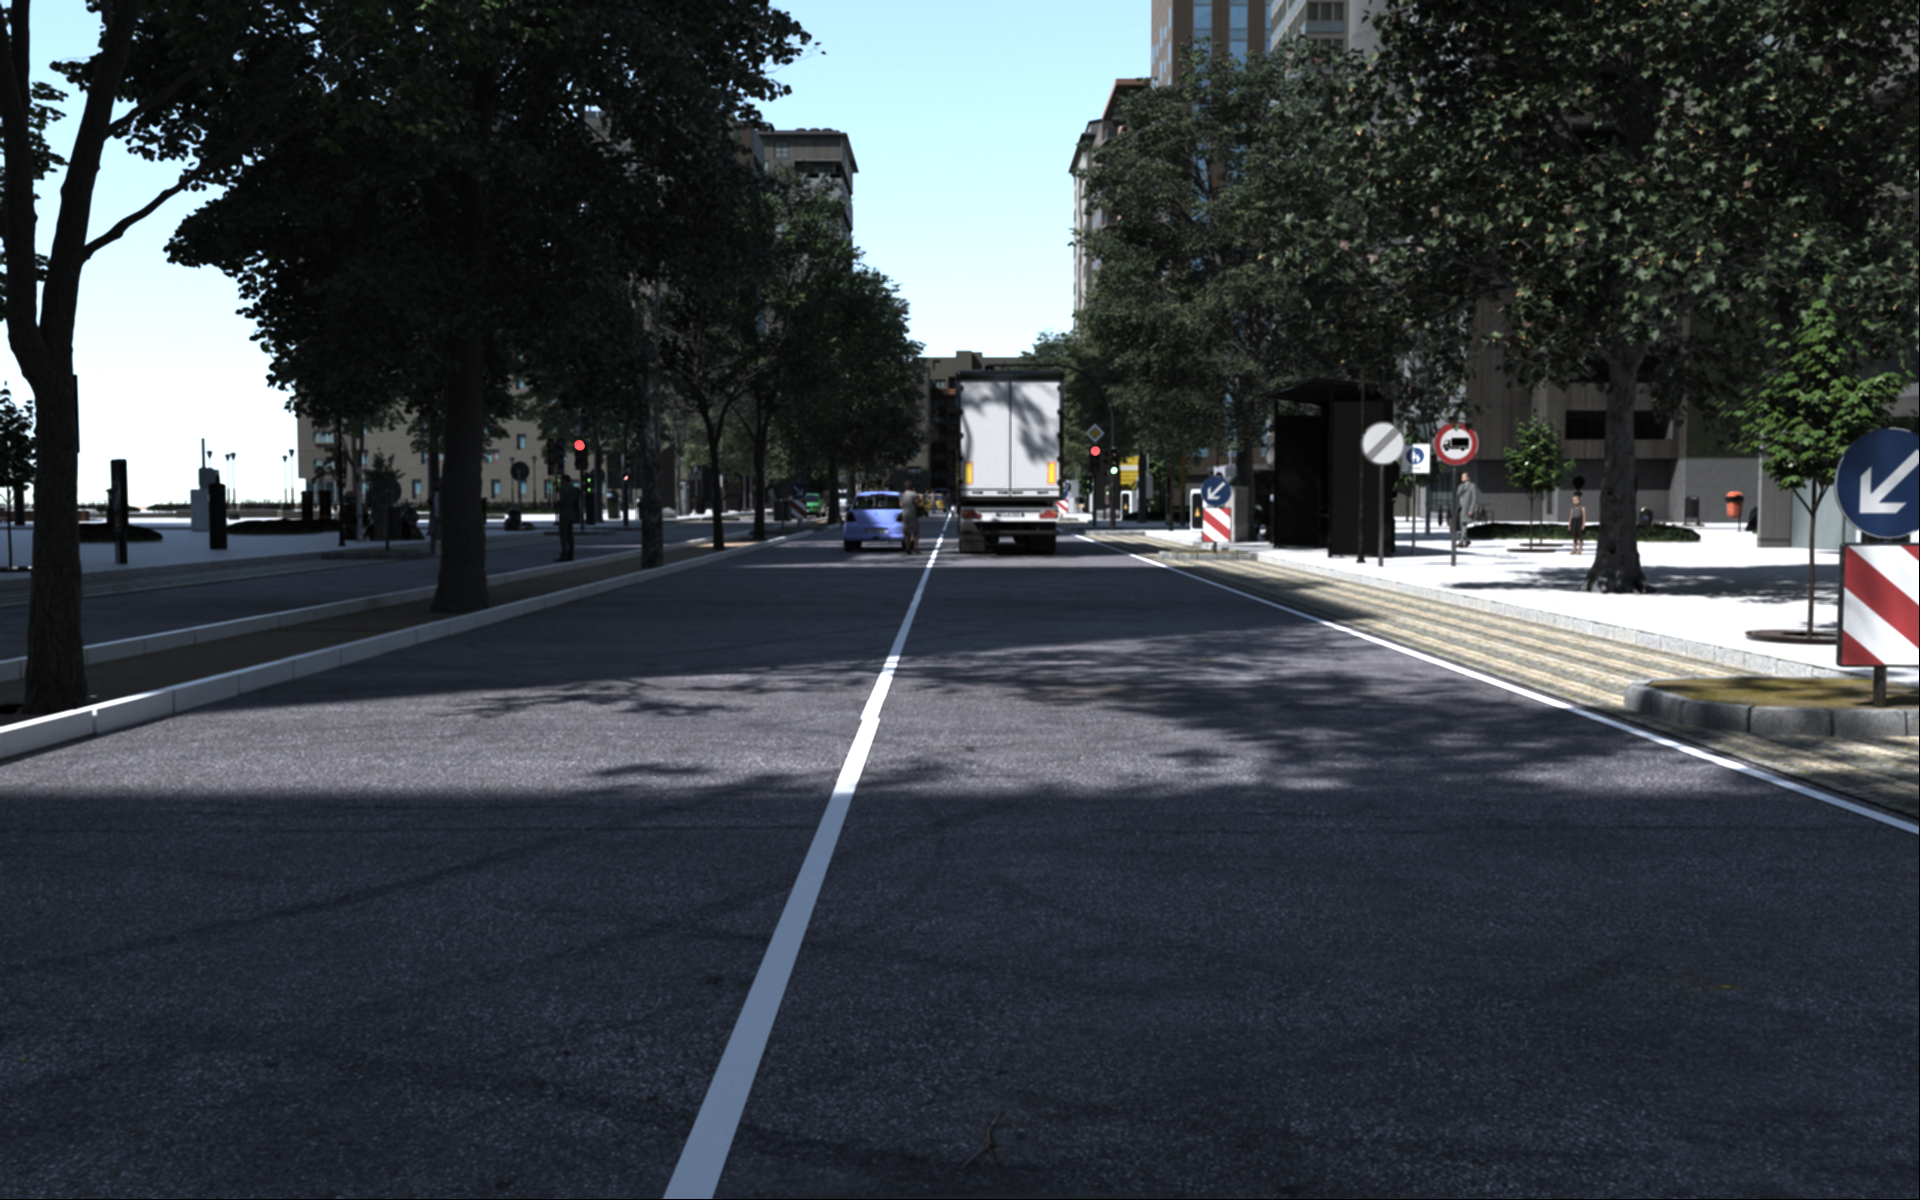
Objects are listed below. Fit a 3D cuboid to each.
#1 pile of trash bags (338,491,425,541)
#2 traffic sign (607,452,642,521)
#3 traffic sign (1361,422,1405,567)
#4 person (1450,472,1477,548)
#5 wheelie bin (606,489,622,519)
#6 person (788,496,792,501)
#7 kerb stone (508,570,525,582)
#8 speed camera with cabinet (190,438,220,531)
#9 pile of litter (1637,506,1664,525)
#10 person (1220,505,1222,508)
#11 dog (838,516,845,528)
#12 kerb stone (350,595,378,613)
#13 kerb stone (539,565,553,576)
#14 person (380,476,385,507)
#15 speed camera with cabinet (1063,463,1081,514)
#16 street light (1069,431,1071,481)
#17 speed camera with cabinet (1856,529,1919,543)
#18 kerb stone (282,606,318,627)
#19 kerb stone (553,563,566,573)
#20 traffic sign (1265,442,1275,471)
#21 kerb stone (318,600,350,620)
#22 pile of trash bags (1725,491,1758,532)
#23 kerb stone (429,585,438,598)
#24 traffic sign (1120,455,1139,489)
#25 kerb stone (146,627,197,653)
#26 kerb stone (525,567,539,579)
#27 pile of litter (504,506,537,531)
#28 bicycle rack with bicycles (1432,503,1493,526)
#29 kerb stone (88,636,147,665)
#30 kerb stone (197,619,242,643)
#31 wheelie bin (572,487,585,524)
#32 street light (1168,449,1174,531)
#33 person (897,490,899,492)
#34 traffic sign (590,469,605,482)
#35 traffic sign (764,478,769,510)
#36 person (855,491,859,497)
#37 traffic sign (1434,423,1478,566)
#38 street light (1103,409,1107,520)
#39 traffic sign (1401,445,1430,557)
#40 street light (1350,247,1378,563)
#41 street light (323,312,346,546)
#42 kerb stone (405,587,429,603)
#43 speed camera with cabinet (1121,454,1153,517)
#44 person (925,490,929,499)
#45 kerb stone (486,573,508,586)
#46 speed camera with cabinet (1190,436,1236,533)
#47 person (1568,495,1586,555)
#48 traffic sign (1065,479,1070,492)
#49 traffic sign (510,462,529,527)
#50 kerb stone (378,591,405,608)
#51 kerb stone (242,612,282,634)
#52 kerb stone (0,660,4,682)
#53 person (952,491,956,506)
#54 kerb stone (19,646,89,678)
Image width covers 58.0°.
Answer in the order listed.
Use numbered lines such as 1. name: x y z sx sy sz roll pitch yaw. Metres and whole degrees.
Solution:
1. pile of trash bags: -16.683 -2.405 49.071 1.912 1.369 3.447 -3 5 -45
2. traffic sign: -15.961 -5.492 83.664 2.265 3.308 0.079 1 4 8
3. traffic sign: 7.456 -1.866 30.609 0.768 2.556 0.104 0 4 5
4. person: 12.045 -2.160 41.462 0.767 1.812 0.694 -2 4 -30
5. wheelie bin: -17.729 -4.939 88.656 0.693 1.594 0.980 0 4 3
6. person: -15.319 -9.161 156.492 0.551 1.740 0.621 0 4 1
7. kerb stone: -7.329 -0.366 28.243 0.120 0.150 1.000 0 3 0
8. speed camera with cabinet: -26.352 -4.046 60.483 0.660 3.252 2.038 -1 4 -12
9. pile of litter: 23.851 -2.786 59.520 1.176 0.858 1.719 3 5 44
10. person: 8.903 -3.291 59.867 0.620 1.820 0.660 2 4 33
11. dog: -4.763 -3.234 72.168 0.540 0.507 0.406 -2 4 -25
12. kerb stone: -7.332 0.070 21.058 0.120 0.150 1.000 0 3 0
13. kerb stone: -7.340 -0.495 30.295 0.120 0.150 1.000 0 3 0
14. person: -18.193 -2.964 54.316 0.447 1.846 0.655 0 4 8
15. speed camera with cabinet: 7.196 -7.213 112.266 0.660 3.252 2.038 -1 4 -11
16. street light: 7.334 -8.705 115.119 0.468 5.910 1.993 0 3 0
17. speed camera with cabinet: 7.449 -1.129 12.788 0.660 3.252 2.038 0 4 -2
18. kerb stone: -7.325 0.195 19.012 0.120 0.150 1.000 0 3 0
19. kerb stone: -7.344 -0.555 31.317 0.120 0.150 1.000 0 3 0
20. traffic sign: 7.676 -2.530 41.465 0.768 2.556 0.104 0 4 5
21. kerb stone: -7.328 0.132 20.034 0.120 0.150 1.000 0 3 0
22. pile of trash bags: 27.902 -3.056 59.720 3.447 1.369 1.912 -1 4 -16
23. kerb stone: -7.330 -0.112 24.137 0.120 0.150 1.000 0 3 0
24. traffic sign: 8.502 -5.935 90.902 2.265 3.308 0.079 1 4 9
25. kerb stone: -7.328 0.384 15.945 0.120 0.150 1.000 0 3 0
26. kerb stone: -7.336 -0.432 29.265 0.120 0.150 1.000 0 3 0
27. pile of litter: -15.430 -2.874 60.949 1.176 0.858 1.719 1 4 18
28. bicycle rack with bicycles: 20.119 -3.420 69.293 2.852 0.926 2.925 2 4 26
29. kerb stone: -7.322 0.445 14.918 0.120 0.150 1.000 0 3 0
30. kerb stone: -7.324 0.320 16.967 0.120 0.150 1.000 0 3 0
31. wheelie bin: -16.577 -4.080 74.610 0.693 1.594 0.980 1 4 15
32. street light: 7.372 -5.354 60.329 0.468 5.910 1.993 0 3 0
33. person: -5.509 -8.910 154.157 0.705 1.826 1.348 1 4 9
34. traffic sign: -17.513 -5.110 83.651 0.768 2.556 0.104 0 4 2
35. traffic sign: -15.303 -8.271 135.341 0.768 2.556 0.104 0 4 6
36. person: -8.744 -8.578 148.879 0.705 1.807 1.348 1 4 18
37. traffic sign: 8.786 -1.875 30.754 0.768 2.556 0.104 0 4 6
38. street light: 7.289 -6.998 87.197 0.468 5.910 1.993 0 3 0
39. traffic sign: 9.304 -2.039 35.470 0.606 2.300 0.079 0 4 7
40. street light: 7.494 -3.633 32.196 0.468 5.910 1.993 0 3 0
41. street light: -15.222 -4.263 42.482 0.468 5.910 1.993 0 3 0
42. kerb stone: -7.325 -0.053 23.102 0.120 0.150 1.000 0 3 0
43. speed camera with cabinet: 8.694 -5.555 85.163 0.660 3.252 2.038 -2 4 -29
44. person: -2.827 -8.731 151.245 1.348 1.826 0.705 -3 5 -41
45. kerb stone: -7.333 -0.307 27.209 0.120 0.150 1.000 0 3 0
46. speed camera with cabinet: 8.396 -3.847 57.228 0.660 3.252 2.038 -2 4 -25
47. person: 13.053 -1.585 36.632 0.373 1.253 0.362 -2 4 -35
48. traffic sign: 8.961 -8.775 143.573 0.768 2.556 0.104 0 4 4
49. traffic sign: -17.230 -4.140 67.797 0.768 2.556 0.104 0 4 8
50. kerb stone: -7.329 0.007 22.080 0.120 0.150 1.000 0 3 0
51. kerb stone: -7.330 0.257 17.989 0.120 0.150 1.000 0 3 0
52. kerb stone: -7.320 0.570 12.870 0.120 0.150 1.000 0 3 0
53. person: -0.698 -12.066 206.305 0.617 1.759 0.750 3 4 38
54. kerb stone: -7.322 0.508 13.896 0.120 0.150 1.000 0 3 0
